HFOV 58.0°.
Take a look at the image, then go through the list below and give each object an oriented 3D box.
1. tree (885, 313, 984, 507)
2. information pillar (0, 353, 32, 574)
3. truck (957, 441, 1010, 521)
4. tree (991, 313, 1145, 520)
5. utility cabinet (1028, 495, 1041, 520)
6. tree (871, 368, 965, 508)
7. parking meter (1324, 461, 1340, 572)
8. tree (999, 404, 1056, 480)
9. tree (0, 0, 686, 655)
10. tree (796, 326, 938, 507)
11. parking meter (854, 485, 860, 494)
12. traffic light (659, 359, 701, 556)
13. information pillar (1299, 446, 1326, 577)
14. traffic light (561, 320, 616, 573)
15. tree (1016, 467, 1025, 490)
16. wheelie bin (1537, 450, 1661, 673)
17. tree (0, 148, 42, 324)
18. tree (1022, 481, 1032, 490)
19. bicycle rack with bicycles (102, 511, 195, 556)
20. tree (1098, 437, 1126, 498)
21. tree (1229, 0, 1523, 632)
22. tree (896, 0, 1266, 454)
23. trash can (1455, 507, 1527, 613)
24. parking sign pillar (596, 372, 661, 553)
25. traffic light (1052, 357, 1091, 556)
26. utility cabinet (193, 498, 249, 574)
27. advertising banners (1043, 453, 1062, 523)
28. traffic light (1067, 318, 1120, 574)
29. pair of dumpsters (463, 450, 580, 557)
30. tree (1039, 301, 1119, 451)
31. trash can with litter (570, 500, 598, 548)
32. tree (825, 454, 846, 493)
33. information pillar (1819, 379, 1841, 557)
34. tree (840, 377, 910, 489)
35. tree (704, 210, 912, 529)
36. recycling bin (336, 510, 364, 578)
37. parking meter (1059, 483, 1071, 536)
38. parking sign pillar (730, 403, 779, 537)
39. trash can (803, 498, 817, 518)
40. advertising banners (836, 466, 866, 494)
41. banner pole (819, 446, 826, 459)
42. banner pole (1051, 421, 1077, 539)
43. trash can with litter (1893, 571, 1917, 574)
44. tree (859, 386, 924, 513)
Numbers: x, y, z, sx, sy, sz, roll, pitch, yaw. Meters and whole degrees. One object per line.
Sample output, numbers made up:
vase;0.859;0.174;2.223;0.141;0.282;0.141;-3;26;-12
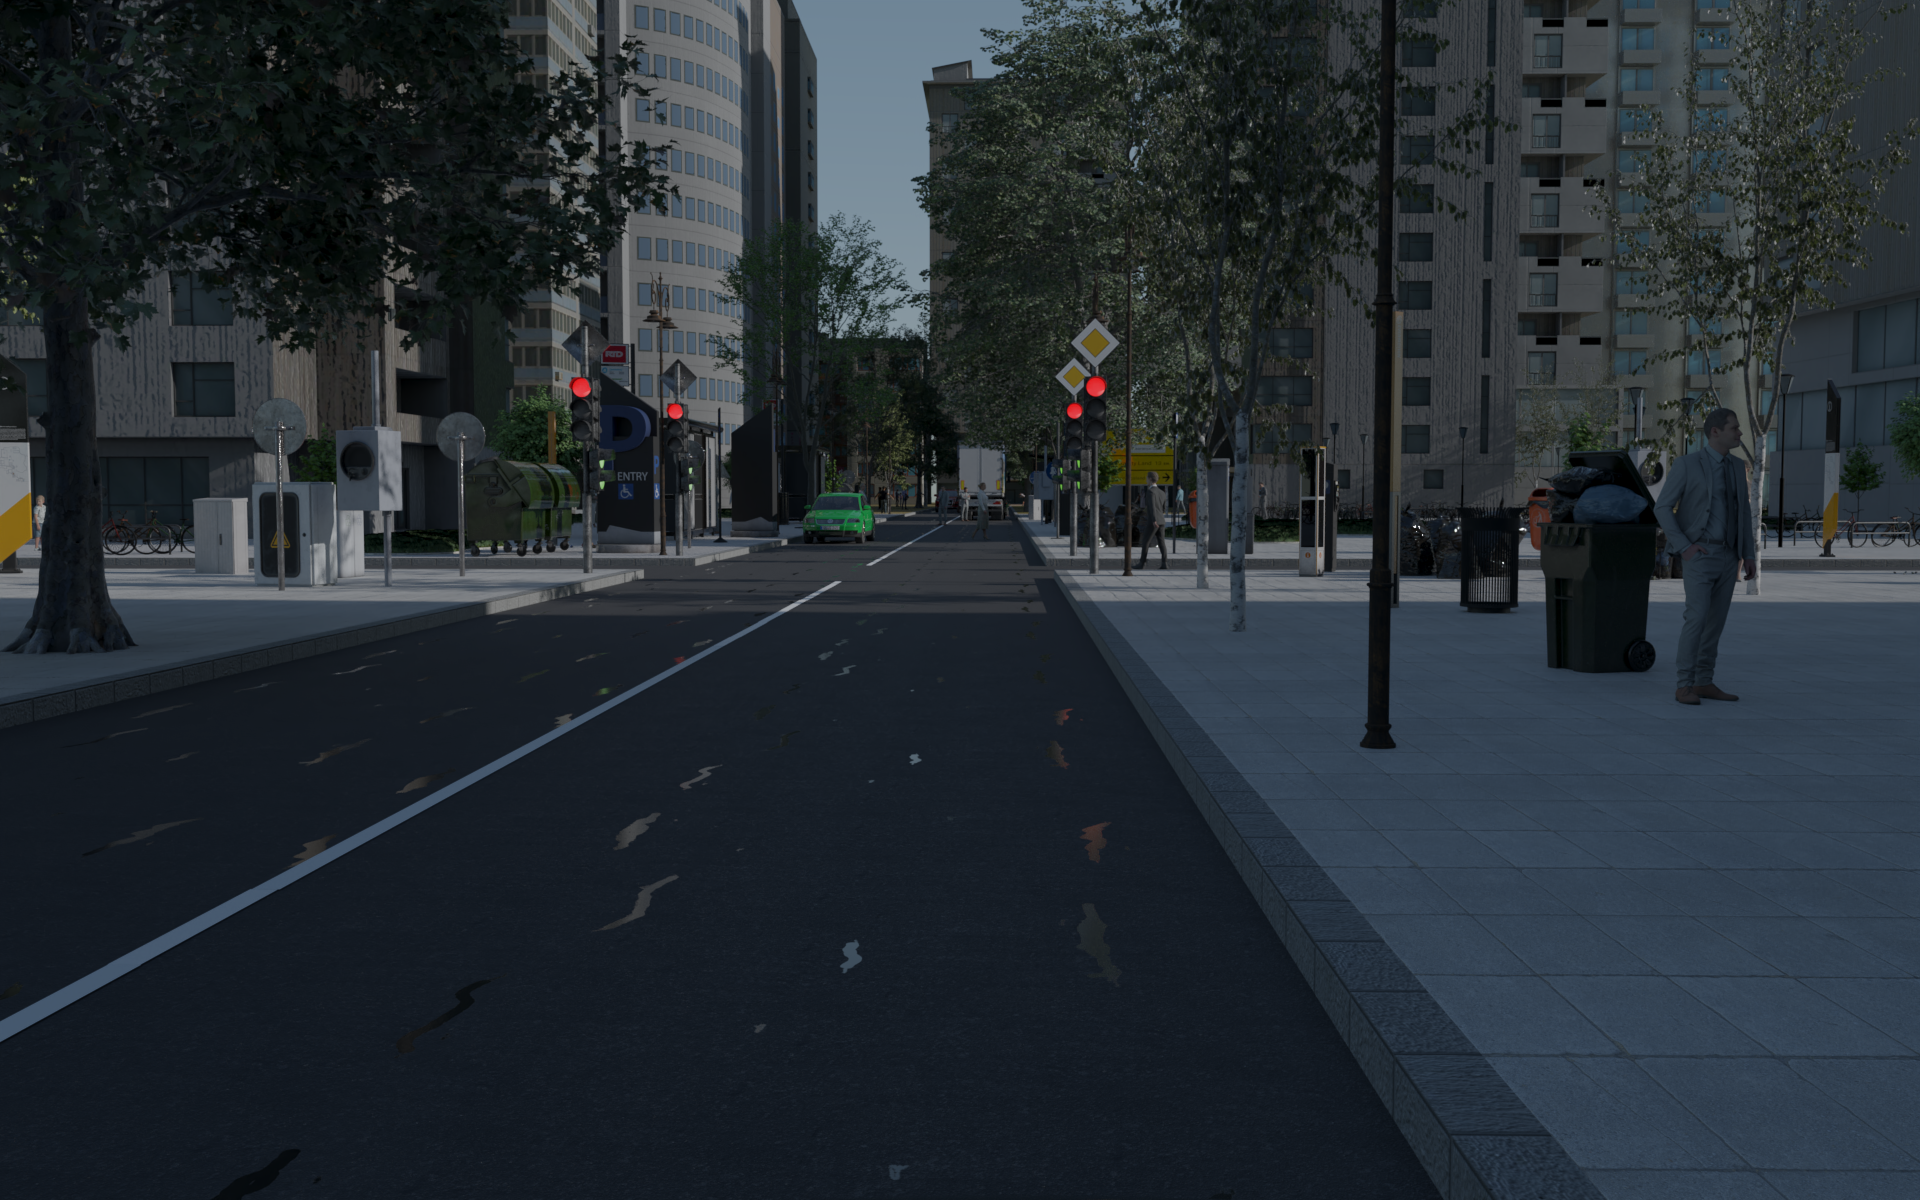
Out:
tree;-2.690;-19.747;178.755;12.611;20.169;13.585;0;3;0
information pillar;-15.276;-2.235;27.904;0.504;3.616;0.183;-1;4;-15
truck;1.326;-6.601;96.844;2.839;4.237;11.283;0;4;3
tree;4.851;-9.222;85.184;7.601;10.594;8.767;3;4;38
utility cabinet;3.756;-4.634;86.922;0.306;1.237;1.020;1;4;23
tree;-3.613;-14.670;156.855;9.611;12.733;9.660;0;3;0
parking meter;6.049;-1.402;28.635;0.399;1.863;0.255;2;4;27
tree;6.540;-14.856;161.027;7.486;12.596;7.792;0;3;0
tree;-7.338;-5.939;14.104;9.611;12.733;9.660;0;3;0
tree;-5.225;-9.929;96.750;8.767;10.594;7.601;0;4;7
parking meter;-6.410;-6.244;107.804;0.255;1.863;0.399;1;4;9
traffic light;-5.828;-2.877;35.954;0.839;4.253;0.868;0;4;1
information pillar;5.462;-1.368;26.866;0.304;2.012;0.304;2;4;34
traffic light;-6.017;-2.388;27.971;0.839;4.253;0.868;0;4;1
tree;6.664;-10.236;151.065;4.285;4.588;4.351;0;3;0
wheelie bin;4.649;-0.288;12.619;0.693;1.594;0.980;-1;4;-17
tree;-14.621;-4.479;23.586;4.737;8.622;4.395;0;3;0
tree;5.631;-8.753;137.705;1.663;3.219;1.824;0;3;0
bicycle rack with bicycles;-17.589;-1.448;37.060;2.925;0.926;2.852;-1;4;-16
tree;4.008;-3.453;51.058;1.663;3.219;1.824;0;3;0
tree;2.789;-4.021;16.105;4.360;8.622;3.978;0;3;0
tree;3.274;-8.384;43.738;9.857;13.997;8.962;0;3;0
trash can;5.755;-0.438;18.815;0.748;1.137;0.748;0;3;0
parking sign pillar;-7.282;-3.030;38.020;1.447;3.967;1.447;1;4;8
traffic light;2.331;-2.866;35.777;0.839;4.253;0.868;0;4;1
utility cabinet;-11.959;-1.030;28.008;1.020;1.237;0.306;2;4;32
advertising banners;4.316;-4.867;75.771;0.090;3.025;2.074;-2;4;-35
traffic light;2.142;-2.378;27.794;0.839;4.253;0.868;0;4;1
pair of dumpsters;-9.437;-2.127;37.272;1.574;2.255;4.437;0;4;1
tree;4.220;-6.922;63.539;4.737;8.622;4.395;0;3;0
trash can with litter;-8.561;-1.876;41.731;1.678;1.210;2.233;-1;4;-18
tree;-6.250;-5.430;83.380;1.663;3.219;1.824;0;3;0
information pillar;17.697;-2.679;35.163;0.183;3.616;0.504;0;4;4
tree;-5.337;-9.366;103.491;4.360;8.622;3.978;0;3;0
tree;-5.604;-8.477;64.362;9.928;11.665;9.643;0;3;0
recycling bin;-9.696;-0.868;26.745;0.722;1.027;0.722;0;4;7
parking meter;3.219;-2.923;53.509;0.399;1.863;0.255;0;4;2
parking sign pillar;-6.153;-3.870;51.741;1.447;3.967;1.447;1;4;13
trash can;-5.883;-3.483;68.595;0.748;1.137;0.748;0;3;0
advertising banners;-6.838;-6.953;109.874;2.074;3.025;0.090;-1;4;-12
banner pole;-7.154;-6.079;89.407;0.401;3.779;0.863;2;4;31
banner pole;3.035;-3.643;49.575;0.863;3.779;0.401;0;4;1
trash can with litter;16.176;-0.996;27.338;1.678;1.210;2.233;-2;4;-33
tree;-4.823;-10.136;116.087;4.737;8.622;4.395;0;3;0
